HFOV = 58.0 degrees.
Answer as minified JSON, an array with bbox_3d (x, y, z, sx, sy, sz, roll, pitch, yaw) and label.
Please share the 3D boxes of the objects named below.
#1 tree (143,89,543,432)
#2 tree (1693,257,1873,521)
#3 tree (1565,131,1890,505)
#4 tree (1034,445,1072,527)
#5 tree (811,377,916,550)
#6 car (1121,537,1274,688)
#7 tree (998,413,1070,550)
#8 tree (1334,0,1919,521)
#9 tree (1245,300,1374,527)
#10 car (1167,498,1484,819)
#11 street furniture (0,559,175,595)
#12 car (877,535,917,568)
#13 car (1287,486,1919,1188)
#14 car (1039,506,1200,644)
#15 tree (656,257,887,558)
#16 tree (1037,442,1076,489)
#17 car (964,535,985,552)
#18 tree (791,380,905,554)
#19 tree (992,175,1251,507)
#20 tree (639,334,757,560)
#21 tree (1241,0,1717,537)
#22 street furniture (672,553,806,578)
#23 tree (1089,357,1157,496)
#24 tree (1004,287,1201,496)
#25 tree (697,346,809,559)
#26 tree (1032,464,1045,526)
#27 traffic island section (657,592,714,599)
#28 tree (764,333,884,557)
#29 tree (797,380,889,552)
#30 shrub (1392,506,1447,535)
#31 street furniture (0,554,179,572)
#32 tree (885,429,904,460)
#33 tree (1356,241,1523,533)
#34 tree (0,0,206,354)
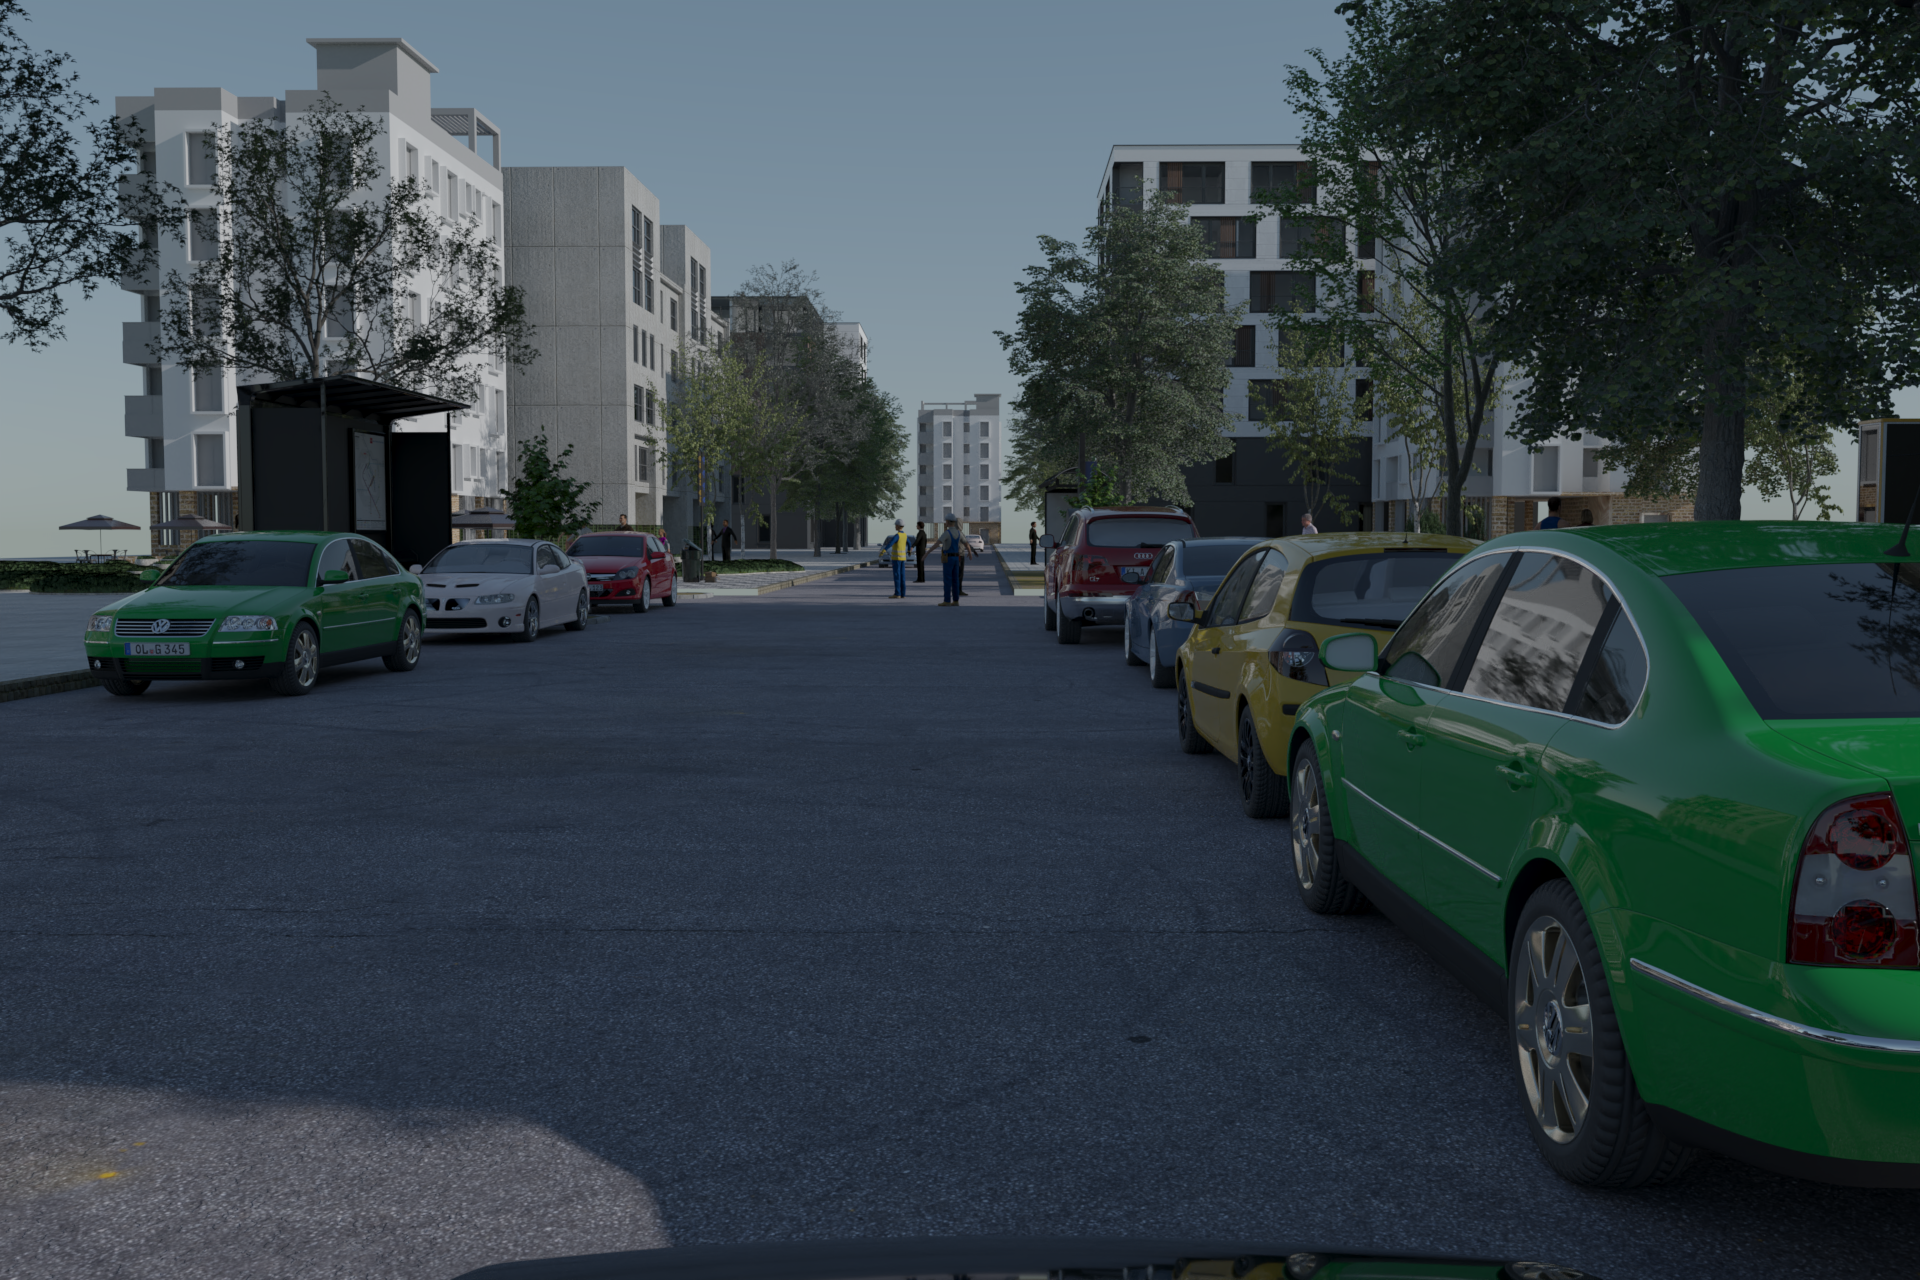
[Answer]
[{"bbox_3d":[-12.742,-6.204,35.848,8.767,10.594,7.601,0,4,-3],"label":"tree"},{"bbox_3d":[21.130,-5.722,43.915,4.737,8.622,4.395,0,3,0],"label":"tree"},{"bbox_3d":[24.089,-9.058,54.751,9.857,13.997,8.962,0,3,0],"label":"tree"},{"bbox_3d":[7.517,-11.177,133.106,4.737,8.622,4.395,0,3,0],"label":"tree"},{"bbox_3d":[-8.415,-14.244,139.539,9.857,13.997,8.962,0,3,0],"label":"tree"},{"bbox_3d":[2.663,-0.329,17.380,2.014,1.417,4.499,0,4,0],"label":"car"},{"bbox_3d":[6.972,-13.603,140.540,7.486,12.596,7.792,0,3,0],"label":"tree"},{"bbox_3d":[8.599,-6.899,19.446,9.857,13.997,8.962,0,3,0],"label":"tree"},{"bbox_3d":[10.988,-6.342,54.050,4.737,8.622,4.395,0,3,0],"label":"tree"},{"bbox_3d":[2.286,0.005,10.147,2.015,1.641,3.980,0,4,0],"label":"car"},{"bbox_3d":[-19.121,-1.588,41.591,5.734,0.657,10.072,1,4,12],"label":"street furniture"},{"bbox_3d":[-2.544,-3.836,74.718,2.014,1.417,4.499,0,4,1],"label":"car"},{"bbox_3d":[2.185,0.221,5.179,1.959,1.807,4.718,0,4,0],"label":"car"},{"bbox_3d":[2.270,-0.943,24.090,2.281,1.827,5.304,0,4,0],"label":"car"},{"bbox_3d":[-8.290,-10.196,77.074,12.009,13.543,11.850,0,3,0],"label":"tree"},{"bbox_3d":[7.582,-10.854,127.827,4.360,8.622,3.978,0,3,0],"label":"tree"},{"bbox_3d":[0.970,-7.745,138.992,2.083,1.381,4.827,0,4,1],"label":"car"},{"bbox_3d":[-7.767,-11.410,112.306,9.928,11.665,9.643,0,3,0],"label":"tree"},{"bbox_3d":[6.045,-9.601,63.624,9.857,13.997,8.962,0,3,0],"label":"tree"},{"bbox_3d":[-9.345,-6.880,62.850,4.737,8.622,4.395,0,3,0],"label":"tree"},{"bbox_3d":[9.134,-6.450,31.216,9.928,11.665,9.643,0,3,0],"label":"tree"},{"bbox_3d":[-8.700,-2.437,55.463,5.734,0.657,10.072,1,4,19],"label":"street furniture"},{"bbox_3d":[6.788,-7.505,73.075,4.737,8.622,4.395,0,3,0],"label":"tree"},{"bbox_3d":[7.166,-10.612,83.882,12.009,13.543,11.850,0,3,0],"label":"tree"},{"bbox_3d":[-8.300,-7.190,67.923,4.737,8.622,4.395,0,3,0],"label":"tree"},{"bbox_3d":[14.040,-19.958,232.968,9.857,13.997,8.962,0,3,0],"label":"tree"},{"bbox_3d":[-6.646,-0.999,39.208,1.991,0.108,1.994,0,4,1],"label":"traffic island section"},{"bbox_3d":[-7.774,-10.966,97.418,7.486,12.596,7.792,0,3,0],"label":"tree"},{"bbox_3d":[-8.487,-12.559,123.464,7.486,12.596,7.792,0,3,0],"label":"tree"},{"bbox_3d":[13.045,-2.733,48.718,1.661,2.075,1.752,0,3,0],"label":"shrub"},{"bbox_3d":[-28.389,-2.260,52.579,10.072,0.657,5.734,1,4,17],"label":"street furniture"},{"bbox_3d":[-13.619,-23.175,234.806,12.611,20.169,13.585,0,3,0],"label":"tree"},{"bbox_3d":[11.558,-5.672,43.099,4.737,8.622,4.395,0,3,0],"label":"tree"},{"bbox_3d":[-12.489,-5.197,19.379,8.767,10.594,7.601,1,4,21],"label":"tree"}]
